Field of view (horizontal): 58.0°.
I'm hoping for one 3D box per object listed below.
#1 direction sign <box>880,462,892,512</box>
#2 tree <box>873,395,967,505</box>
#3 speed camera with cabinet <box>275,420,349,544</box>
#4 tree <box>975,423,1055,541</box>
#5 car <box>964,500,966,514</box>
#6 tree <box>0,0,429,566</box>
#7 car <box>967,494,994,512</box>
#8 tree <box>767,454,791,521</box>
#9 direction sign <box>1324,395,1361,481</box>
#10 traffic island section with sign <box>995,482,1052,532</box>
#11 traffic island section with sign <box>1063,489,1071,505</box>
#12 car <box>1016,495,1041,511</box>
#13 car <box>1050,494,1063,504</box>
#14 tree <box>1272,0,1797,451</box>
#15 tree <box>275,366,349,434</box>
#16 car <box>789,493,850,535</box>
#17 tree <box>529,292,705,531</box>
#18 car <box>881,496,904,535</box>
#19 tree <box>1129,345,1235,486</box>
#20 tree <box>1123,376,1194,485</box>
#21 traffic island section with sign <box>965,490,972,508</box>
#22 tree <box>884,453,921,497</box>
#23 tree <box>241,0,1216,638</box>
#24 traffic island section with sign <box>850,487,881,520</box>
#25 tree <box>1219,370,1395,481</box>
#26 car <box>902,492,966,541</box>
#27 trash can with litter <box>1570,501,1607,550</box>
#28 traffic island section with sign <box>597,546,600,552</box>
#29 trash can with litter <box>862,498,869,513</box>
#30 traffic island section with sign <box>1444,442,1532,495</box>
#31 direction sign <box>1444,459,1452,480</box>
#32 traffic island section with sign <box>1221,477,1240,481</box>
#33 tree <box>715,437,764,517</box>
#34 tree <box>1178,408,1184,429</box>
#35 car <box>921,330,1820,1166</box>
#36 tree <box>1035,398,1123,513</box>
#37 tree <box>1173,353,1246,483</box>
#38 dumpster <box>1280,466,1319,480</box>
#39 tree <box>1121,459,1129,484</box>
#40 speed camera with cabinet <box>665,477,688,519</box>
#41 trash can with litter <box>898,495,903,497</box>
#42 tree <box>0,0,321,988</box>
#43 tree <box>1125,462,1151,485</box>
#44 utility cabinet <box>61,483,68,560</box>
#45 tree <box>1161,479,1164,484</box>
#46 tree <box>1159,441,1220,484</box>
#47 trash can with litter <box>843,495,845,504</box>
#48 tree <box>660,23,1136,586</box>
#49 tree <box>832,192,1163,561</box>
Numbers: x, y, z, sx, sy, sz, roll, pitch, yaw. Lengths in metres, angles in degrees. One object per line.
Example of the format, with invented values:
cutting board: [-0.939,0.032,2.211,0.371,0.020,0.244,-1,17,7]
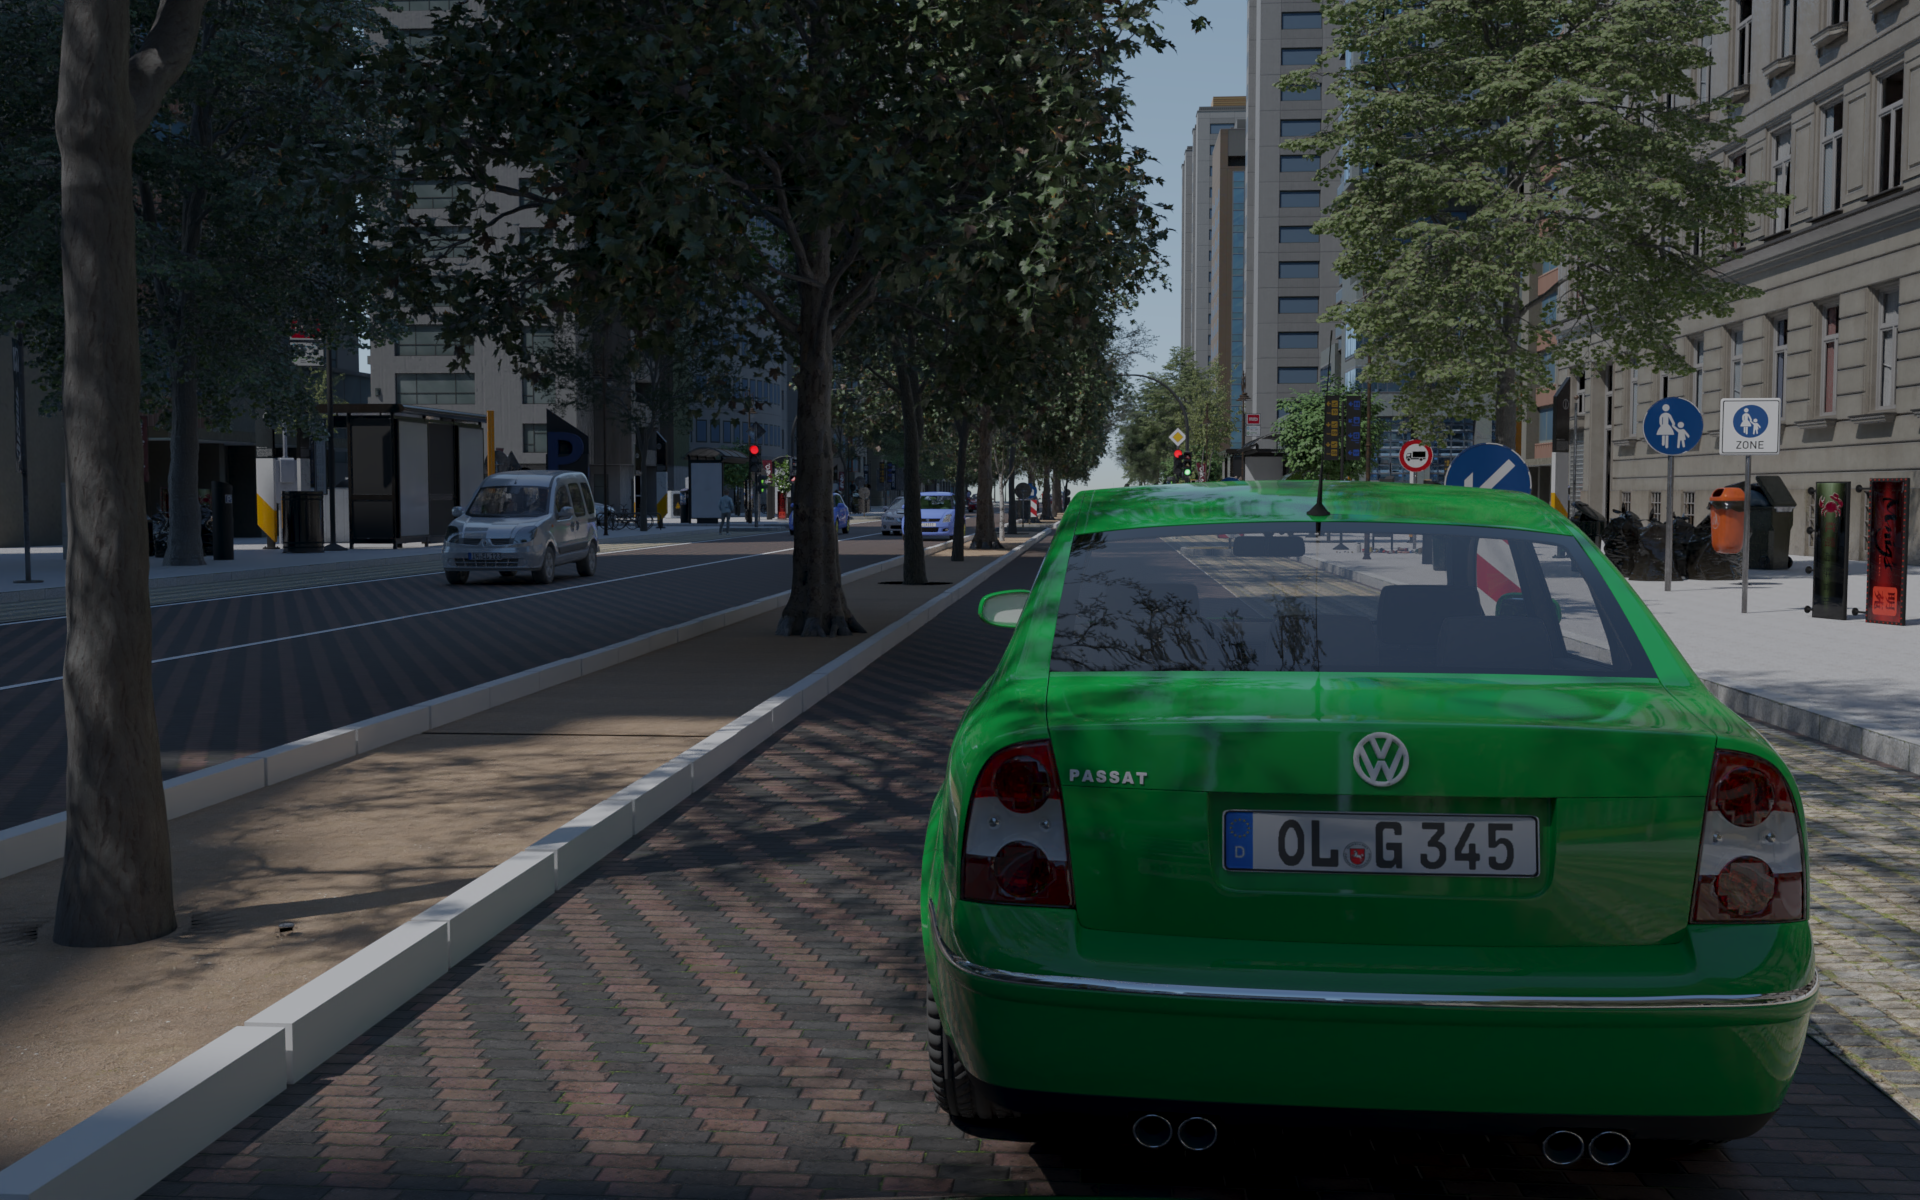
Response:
direction sign: [-5.244,-7.977,122.413,0.876,3.537,0.379,0,4,3]
tree: [-4.518,-13.951,146.220,7.486,12.596,7.792,0,3,0]
speed camera with cabinet: [-16.864,-3.094,44.920,2.038,3.252,0.660,-3,5,-42]
tree: [1.272,-6.065,51.975,4.360,8.622,3.978,0,3,0]
car: [-0.639,-6.253,114.033,2.131,1.459,4.920,0,4,3]
tree: [-14.003,-7.599,30.891,9.857,13.997,8.962,0,3,0]
car: [1.623,-7.775,136.154,2.155,1.783,4.494,0,4,4]
tree: [-8.377,-5.468,84.008,1.663,3.219,1.824,0,3,0]
direction sign: [8.790,-2.927,39.851,0.876,3.537,0.379,-1,4,-11]
traffic island section with sign: [2.379,-3.561,66.356,2.006,1.907,1.989,0,4,5]
traffic island section with sign: [9.158,-8.593,148.624,2.006,1.907,1.989,0,4,5]
car: [5.773,-8.357,145.672,2.155,1.783,4.494,0,4,3]
car: [11.582,-12.347,210.919,2.155,1.783,4.494,0,4,3]
tree: [8.727,-6.648,26.830,7.486,12.596,7.792,0,3,0]
tree: [-34.010,-8.551,90.166,4.737,8.622,4.395,0,3,0]
car: [-5.009,-3.192,61.781,1.945,1.707,3.694,0,4,6]
tree: [-11.034,-7.628,59.135,8.767,10.594,7.601,1,4,16]
car: [-1.659,-3.021,61.757,2.083,1.381,4.827,0,4,5]
tree: [17.147,-13.131,132.816,7.486,12.596,7.792,0,3,0]
tree: [20.934,-16.946,183.727,9.857,13.997,8.962,0,3,0]
traffic island section with sign: [0.884,-10.083,173.491,1.989,1.847,2.006,0,4,5]
tree: [-4.751,-9.504,139.110,4.285,4.588,4.351,0,3,0]
tree: [-1.475,-5.979,17.216,9.611,12.733,9.660,0,3,0]
traffic island section with sign: [-5.387,-5.430,97.411,1.989,1.847,2.006,0,4,5]
tree: [9.886,-3.809,45.999,4.285,4.588,4.351,0,3,0]
car: [-0.801,-2.723,54.118,1.945,1.707,3.694,0,4,6]
trash can with litter: [10.495,-1.036,28.331,1.055,1.170,0.624,3,5,45]
traffic island section with sign: [-9.918,-2.062,42.347,1.989,1.847,2.006,0,4,5]
trash can with litter: [-6.501,-6.544,118.380,0.624,1.170,1.055,0,4,-3]
traffic island section with sign: [4.027,-0.337,14.142,1.989,1.847,2.006,0,4,5]
direction sign: [31.455,-7.276,110.967,0.876,3.537,0.379,0,4,6]
traffic island section with sign: [6.244,-1.981,41.011,1.989,1.847,2.006,0,4,5]
tree: [-12.724,-7.074,99.380,4.285,4.588,4.351,0,3,0]
tree: [18.072,-13.417,153.784,7.601,10.594,8.767,-1,4,-11]
car: [0.970,0.216,5.259,1.959,1.807,4.718,0,4,6]
tree: [7.424,-13.485,129.593,9.857,13.997,8.962,0,3,0]
tree: [12.997,-8.619,91.279,4.737,8.622,4.395,0,3,0]
dumpster: [10.499,-3.105,53.265,1.502,2.255,1.985,0,4,4]
tree: [27.884,-21.055,262.378,7.486,12.596,7.792,0,3,0]
speed camera with cabinet: [-14.620,-5.942,91.488,0.660,3.252,2.038,3,5,44]
trash can with litter: [-4.957,-8.449,149.533,1.055,1.170,0.624,-2,4,-32]
tree: [-2.756,-5.659,5.357,12.009,13.543,11.850,0,3,0]
tree: [22.751,-16.093,213.480,4.737,8.622,4.395,0,3,0]
utility cabinet: [-17.174,-1.545,33.942,0.318,1.500,1.173,0,4,-4]
tree: [19.959,-10.674,169.119,1.663,3.219,1.824,0,3,0]
tree: [14.525,-7.757,110.541,4.285,4.588,4.351,0,3,0]
trash can with litter: [-9.700,-8.061,142.854,1.678,1.210,2.233,1,4,15]
tree: [-0.813,-6.047,27.079,9.928,11.665,9.643,0,3,0]
tree: [-0.104,-6.067,36.066,8.767,10.594,7.601,0,4,5]
